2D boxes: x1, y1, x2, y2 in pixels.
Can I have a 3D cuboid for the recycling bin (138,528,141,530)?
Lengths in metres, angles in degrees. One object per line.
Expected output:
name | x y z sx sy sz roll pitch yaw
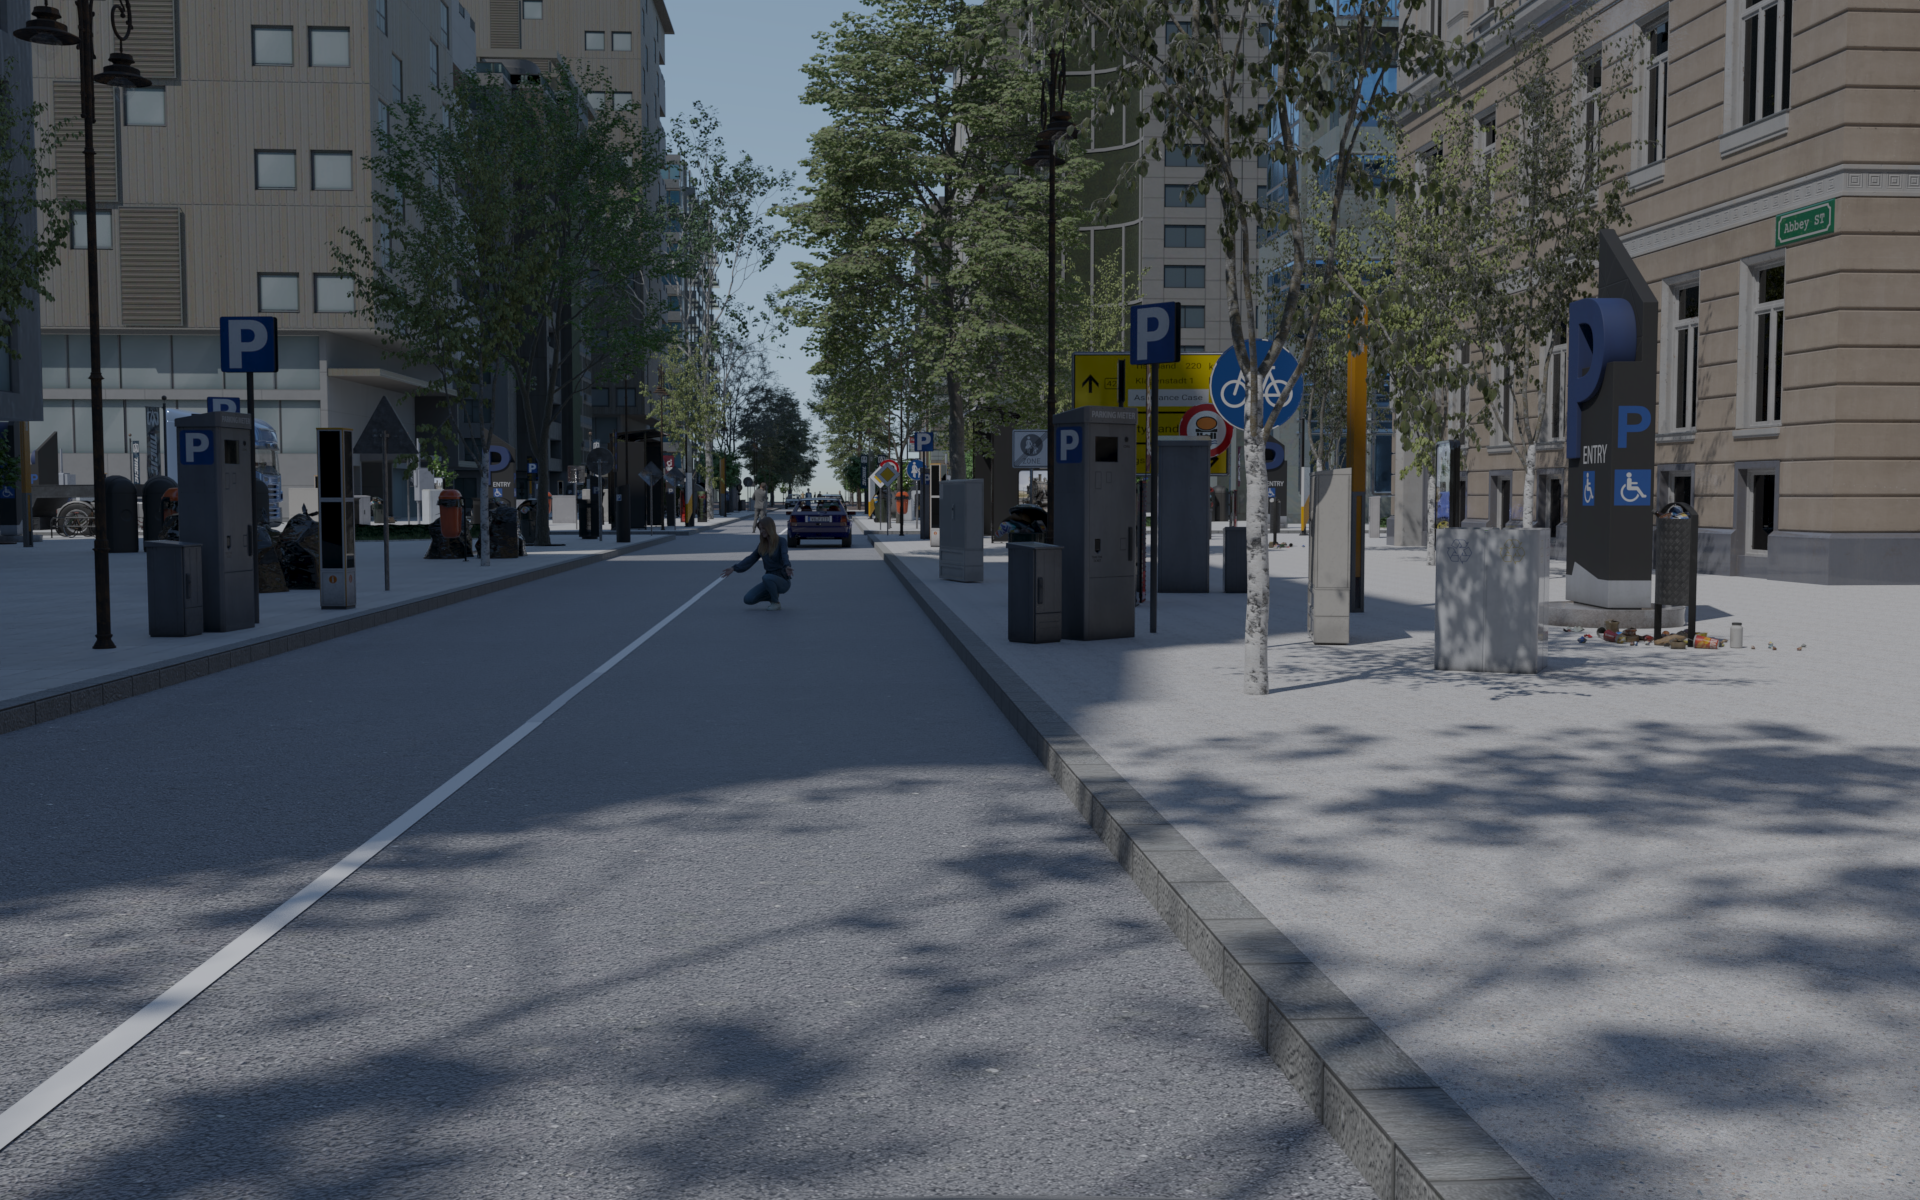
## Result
recycling bin | -29.331 -3.072 62.786 0.722 1.027 0.722 1 4 21

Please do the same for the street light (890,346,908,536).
street light | -1.793 -4.907 53.025 0.468 5.910 1.993 0 4 -4

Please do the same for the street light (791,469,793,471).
street light | -24.893 -17.356 256.553 0.468 5.910 1.993 0 4 -4

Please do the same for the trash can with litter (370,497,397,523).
trash can with litter | -25.119 -3.918 75.451 0.624 1.170 1.055 3 4 38

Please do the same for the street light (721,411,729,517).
street light | -13.074 -7.562 96.429 0.468 5.910 1.993 0 4 -4

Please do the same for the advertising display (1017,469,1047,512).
advertising display | 1.949 -2.399 44.430 0.974 1.923 0.123 1 4 22

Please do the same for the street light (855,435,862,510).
street light | -7.830 -9.946 135.398 0.468 5.910 1.993 0 4 -4

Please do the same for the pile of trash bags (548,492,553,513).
pile of trash bags | -18.809 -3.840 72.538 3.447 1.369 1.912 -1 4 -8

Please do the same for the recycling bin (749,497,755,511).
recycling bin | -15.423 -7.215 130.524 0.722 1.027 0.722 2 4 33

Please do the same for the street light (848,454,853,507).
street light | -10.919 -12.452 176.384 0.468 5.910 1.993 0 4 -4

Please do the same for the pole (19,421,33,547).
pole | -22.490 -2.928 41.709 0.158 3.312 0.155 0 3 0

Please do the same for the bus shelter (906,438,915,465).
bus shelter | -3.683 -8.496 116.547 2.179 5.291 8.768 0 4 -4

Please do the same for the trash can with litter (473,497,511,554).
trash can with litter | -10.424 -1.622 37.579 2.233 1.210 1.678 -2 4 -30

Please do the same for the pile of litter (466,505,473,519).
pile of litter | -24.585 -4.508 87.678 1.719 0.858 1.176 2 4 23

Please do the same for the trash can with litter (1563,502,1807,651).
trash can with litter | 6.119 -0.248 15.116 1.678 1.210 2.233 -1 4 -10

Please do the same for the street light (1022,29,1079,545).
street light | 0.946 -2.757 17.862 0.468 5.910 1.993 0 4 -4

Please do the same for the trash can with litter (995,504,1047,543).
trash can with litter | 0.910 -0.528 20.022 0.624 1.170 1.055 2 4 30

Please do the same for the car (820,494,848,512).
car | -7.443 -5.531 100.214 2.009 1.686 4.222 0 4 -5

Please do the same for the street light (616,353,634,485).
street light | -9.667 -4.735 50.204 0.468 5.910 1.993 0 4 -4

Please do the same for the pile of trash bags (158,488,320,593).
pile of trash bags | -10.040 -0.857 23.760 3.447 1.369 1.912 3 5 40

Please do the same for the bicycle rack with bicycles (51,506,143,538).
bicycle rack with bicycles | -25.545 -2.316 51.251 2.925 0.926 2.852 1 4 11

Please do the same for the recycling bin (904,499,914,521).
recycling bin | -2.575 -4.234 81.780 0.722 1.027 0.722 0 4 6

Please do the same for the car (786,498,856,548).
car | -3.845 -2.150 47.732 1.945 1.354 3.894 0 4 -3

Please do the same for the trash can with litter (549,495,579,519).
trash can with litter | -20.934 -4.817 89.807 2.233 1.210 1.678 -2 4 -33

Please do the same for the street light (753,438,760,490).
street light | -16.149 -10.080 137.603 0.468 5.910 1.993 0 4 -4

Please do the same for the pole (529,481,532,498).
pole | -27.478 -7.158 110.880 0.158 3.312 0.155 0 3 0

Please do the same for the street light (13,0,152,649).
street light | -7.114 -2.534 14.220 0.468 5.910 1.993 0 4 -4

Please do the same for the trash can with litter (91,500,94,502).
trash can with litter | -34.120 -3.460 67.966 0.624 1.170 1.055 3 5 42

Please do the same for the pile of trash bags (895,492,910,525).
pile of trash bags | -0.998 -3.802 71.916 3.447 1.369 1.912 -1 4 -10

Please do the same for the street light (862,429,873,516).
street light | -5.249 -7.794 100.224 0.468 5.910 1.993 0 4 -4

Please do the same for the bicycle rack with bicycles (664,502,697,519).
bicycle rack with bicycles | -15.251 -4.772 91.406 2.925 0.926 2.852 3 5 41

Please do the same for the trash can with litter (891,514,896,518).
trash can with litter | -3.608 -4.993 93.022 0.624 1.170 1.055 -2 4 -29

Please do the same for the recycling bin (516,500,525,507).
recycling bin | -19.630 -3.967 77.419 0.722 1.027 0.722 -2 4 -30

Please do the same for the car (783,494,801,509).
car | -15.876 -9.534 165.674 2.009 1.686 4.222 0 4 -5

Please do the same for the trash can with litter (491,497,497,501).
trash can with litter | -17.900 -3.361 66.335 0.624 1.170 1.055 0 4 2

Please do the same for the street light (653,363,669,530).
street light | -10.537 -5.411 61.251 0.468 5.910 1.993 0 4 -4

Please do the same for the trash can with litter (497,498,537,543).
trash can with litter | -11.385 -2.057 45.012 1.055 1.170 0.624 3 5 41

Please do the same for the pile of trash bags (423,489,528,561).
pile of trash bags | -9.746 -1.508 34.404 1.912 1.369 3.447 0 4 -3

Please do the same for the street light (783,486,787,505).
street light | -22.200 -15.178 220.947 0.468 5.910 1.993 0 4 -4

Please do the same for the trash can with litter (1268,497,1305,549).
trash can with litter | 7.464 -1.876 41.727 1.678 1.210 2.233 1 4 13

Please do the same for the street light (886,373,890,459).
street light | -2.647 -5.643 65.051 0.468 5.910 1.993 0 4 -4

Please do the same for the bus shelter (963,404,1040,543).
bus shelter | 1.093 -3.471 48.036 1.731 3.624 6.357 0 4 -4

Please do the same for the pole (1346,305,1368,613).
pole | 4.275 -1.520 18.699 0.158 3.312 0.155 0 3 0

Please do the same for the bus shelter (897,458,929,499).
bus shelter | -2.941 -6.502 100.232 2.014 3.302 5.546 0 4 -4

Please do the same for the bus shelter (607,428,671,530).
bus shelter | -11.957 -4.505 64.935 1.731 3.624 6.357 0 4 -4

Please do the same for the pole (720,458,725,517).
pole | -13.943 -6.574 101.324 0.158 3.312 0.155 0 3 0

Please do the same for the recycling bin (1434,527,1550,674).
recycling bin | 3.925 -0.013 12.761 0.722 1.027 0.722 2 4 25

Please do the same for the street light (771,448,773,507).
street light | -18.781 -12.238 172.874 0.468 5.910 1.993 0 4 -4
